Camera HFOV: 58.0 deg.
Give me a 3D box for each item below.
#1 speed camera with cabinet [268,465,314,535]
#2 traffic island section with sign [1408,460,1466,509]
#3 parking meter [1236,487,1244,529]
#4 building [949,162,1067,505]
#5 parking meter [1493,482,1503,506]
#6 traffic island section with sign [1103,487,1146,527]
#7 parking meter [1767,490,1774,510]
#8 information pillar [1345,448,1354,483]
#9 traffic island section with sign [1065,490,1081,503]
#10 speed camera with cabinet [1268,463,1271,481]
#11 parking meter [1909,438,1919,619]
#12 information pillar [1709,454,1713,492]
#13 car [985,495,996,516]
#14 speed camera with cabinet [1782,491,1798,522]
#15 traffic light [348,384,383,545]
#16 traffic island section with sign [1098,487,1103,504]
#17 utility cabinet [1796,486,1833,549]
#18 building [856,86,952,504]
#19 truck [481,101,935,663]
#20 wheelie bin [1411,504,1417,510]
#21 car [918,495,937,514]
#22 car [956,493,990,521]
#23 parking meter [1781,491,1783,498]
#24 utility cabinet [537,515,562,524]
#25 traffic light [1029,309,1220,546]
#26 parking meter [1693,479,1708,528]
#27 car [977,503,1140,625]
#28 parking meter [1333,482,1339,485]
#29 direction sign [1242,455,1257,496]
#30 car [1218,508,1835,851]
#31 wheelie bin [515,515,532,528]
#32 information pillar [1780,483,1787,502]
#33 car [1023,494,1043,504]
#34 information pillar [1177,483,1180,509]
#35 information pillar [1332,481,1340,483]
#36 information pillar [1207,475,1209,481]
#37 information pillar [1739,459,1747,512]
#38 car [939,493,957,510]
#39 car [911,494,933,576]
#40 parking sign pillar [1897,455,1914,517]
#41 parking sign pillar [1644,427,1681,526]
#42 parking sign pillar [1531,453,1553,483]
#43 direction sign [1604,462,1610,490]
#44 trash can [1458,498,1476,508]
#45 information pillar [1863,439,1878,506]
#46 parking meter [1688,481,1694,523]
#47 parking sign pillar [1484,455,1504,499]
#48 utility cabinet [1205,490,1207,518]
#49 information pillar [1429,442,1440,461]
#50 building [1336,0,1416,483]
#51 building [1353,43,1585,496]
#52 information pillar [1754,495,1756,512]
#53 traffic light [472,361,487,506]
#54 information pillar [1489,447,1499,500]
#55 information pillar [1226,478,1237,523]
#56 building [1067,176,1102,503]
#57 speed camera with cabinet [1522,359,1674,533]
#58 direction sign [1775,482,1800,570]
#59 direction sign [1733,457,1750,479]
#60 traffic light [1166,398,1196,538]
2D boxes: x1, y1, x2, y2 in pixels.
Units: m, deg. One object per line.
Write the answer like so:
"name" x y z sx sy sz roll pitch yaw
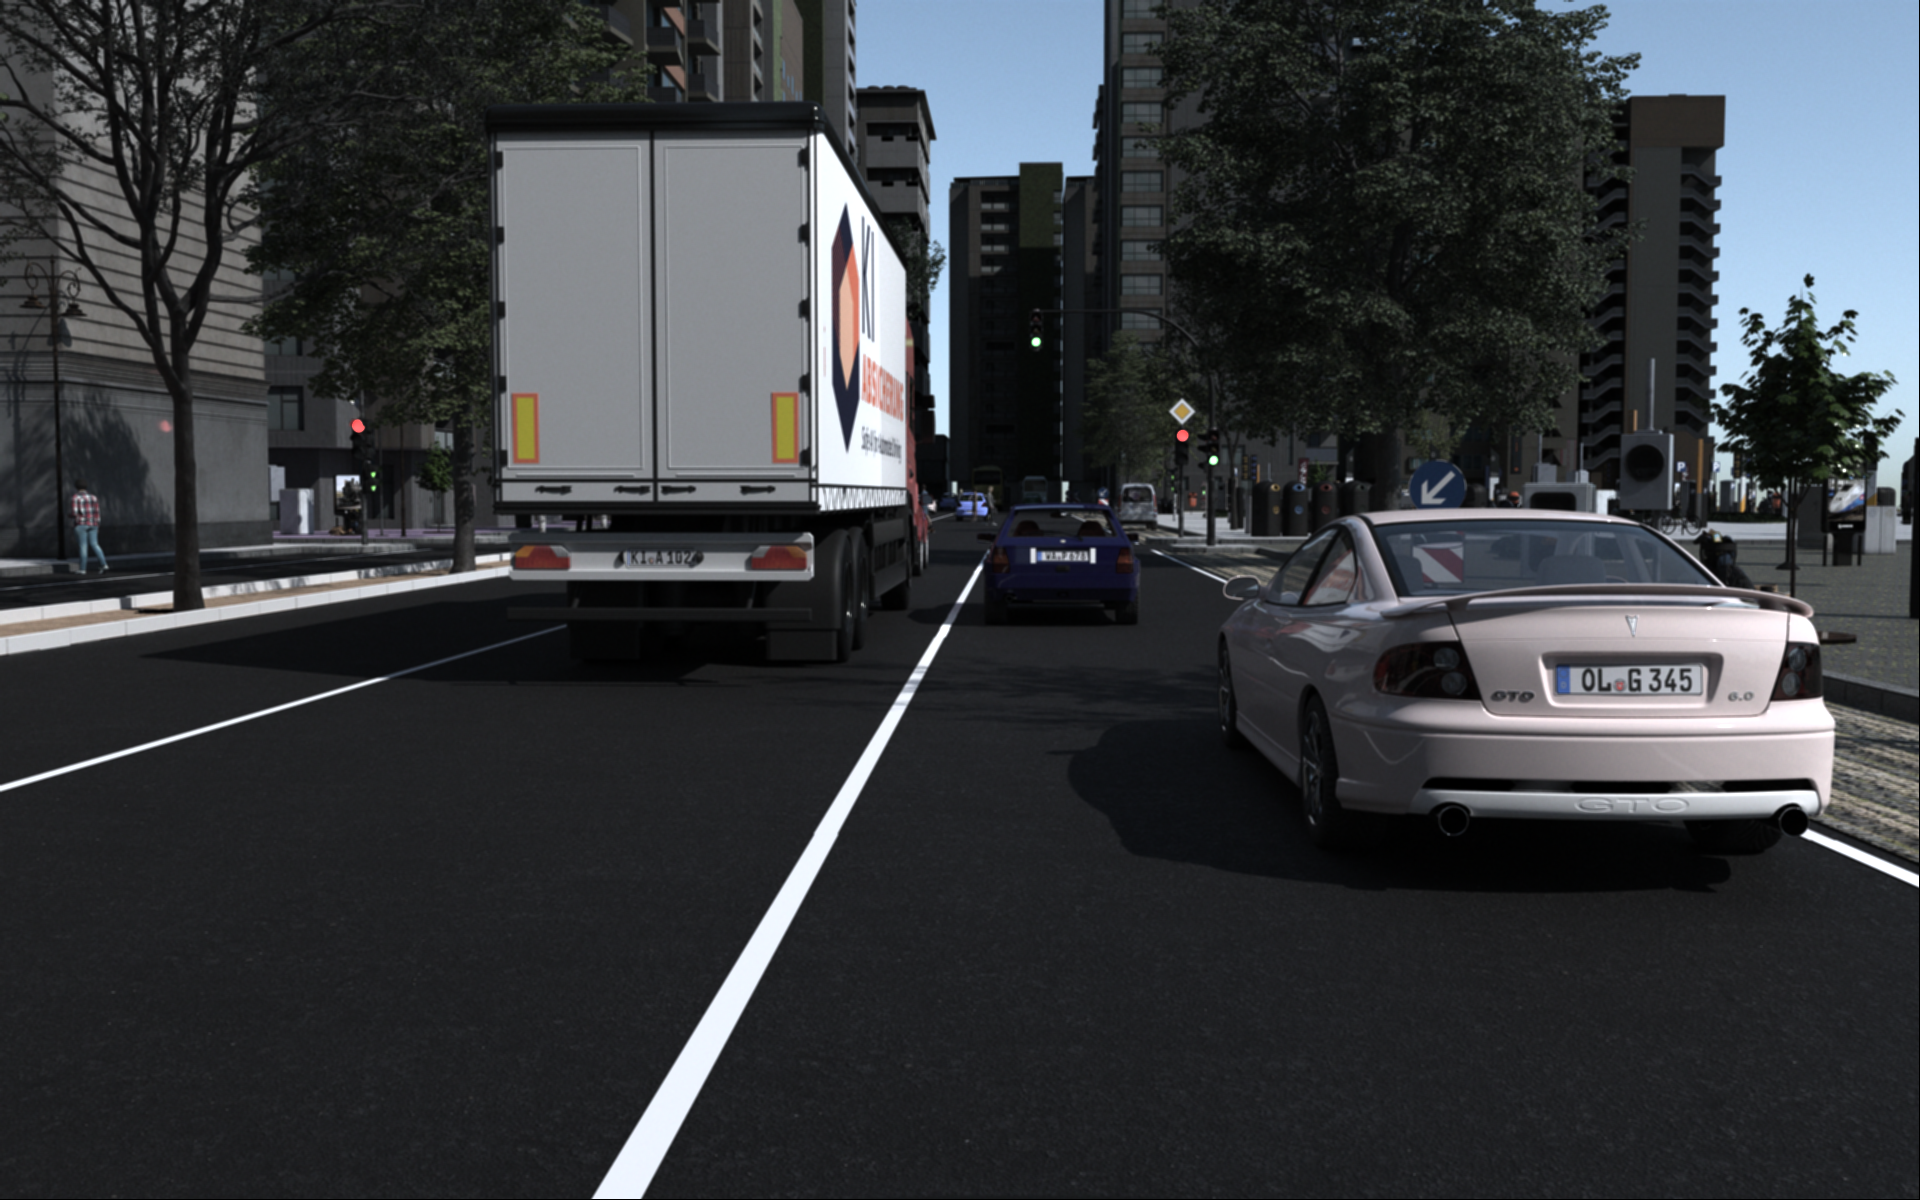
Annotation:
"speed camera with cabinet" -21.331 -3.696 54.759 2.038 3.252 0.660 2 4 31
"traffic island section with sign" 5.433 -0.743 20.783 1.989 1.847 2.006 0 4 2
"parking meter" 10.308 -3.399 63.983 0.372 1.533 0.369 0 3 0
"building" 5.715 -32.589 216.419 14.086 41.232 14.154 0 4 2
"parking meter" 26.363 -4.843 84.894 0.399 1.863 0.255 1 4 23
"traffic island section with sign" 7.433 -4.128 76.119 1.989 1.847 2.006 0 4 2
"parking meter" 47.978 -5.759 102.567 0.372 1.533 0.369 0 3 0
"information pillar" 19.764 -5.907 87.933 0.504 3.616 0.183 -2 4 -27
"traffic island section with sign" 10.205 -8.842 153.194 1.989 1.847 2.006 0 4 2
"speed camera with cabinet" 19.954 -7.207 112.167 0.660 3.252 2.038 1 4 22
"parking meter" 10.015 -0.738 17.773 0.255 1.863 0.399 -1 4 -18
"information pillar" 44.036 -6.743 101.600 0.183 3.616 0.504 2 4 35
"car" 1.335 -6.334 115.920 2.083 1.381 4.827 0 4 2
"speed camera with cabinet" 39.418 -5.270 80.492 2.038 3.252 0.660 1 4 15
"traffic light" -14.966 -3.337 43.487 0.839 4.253 0.868 0 4 2
"traffic island section with sign" 8.419 -5.806 103.559 1.989 1.847 2.006 0 4 2
"utility cabinet" 19.884 -1.924 40.141 0.318 1.500 1.173 0 4 -7
"building" -15.298 -38.865 224.682 27.495 52.752 28.713 0 4 2
"truck" -1.946 -1.781 18.037 2.839 4.237 11.283 0 4 3
"wheelie bin" 16.154 -3.226 60.648 0.693 1.594 0.980 1 4 9
"car" -2.656 -6.807 123.658 2.083 1.381 4.827 0 4 1
"car" 0.707 -5.058 92.283 1.945 1.707 3.694 0 4 3
"parking meter" 49.710 -5.872 104.410 0.372 1.533 0.369 0 3 0
"utility cabinet" -17.758 -3.902 74.961 1.020 1.237 0.306 -1 4 -19
"traffic light" 4.088 -4.160 42.677 4.771 5.953 1.251 0 4 2
"parking meter" 28.251 -3.682 65.919 0.399 1.863 0.255 -2 4 -34
"car" 1.160 -0.477 20.388 1.945 1.354 3.894 0 4 2
"parking meter" 17.464 -4.555 80.178 0.399 1.863 0.255 1 4 15
"direction sign" 16.640 -6.586 99.675 0.876 3.537 0.379 -1 4 -12
"car" 2.381 0.245 8.353 2.083 1.381 4.827 0 4 1
"wheelie bin" -16.536 -3.522 65.487 0.693 1.594 0.980 -1 4 -23
"information pillar" 55.595 -6.880 116.981 0.304 2.012 0.304 3 5 40
"car" 6.967 -9.601 165.770 1.959 1.807 4.718 0 4 4
"information pillar" 14.703 -6.820 115.998 0.304 2.012 0.304 -1 4 -17
"information pillar" 21.529 -5.793 99.213 0.304 2.012 0.304 3 4 38
"information pillar" 14.822 -6.867 103.632 0.183 3.616 0.504 1 4 10
"information pillar" 37.112 -5.551 82.112 0.504 3.616 0.183 -3 5 -42
"car" -0.948 -8.892 154.980 1.945 1.707 3.694 0 4 1
"car" -1.646 -1.415 31.813 2.281 1.827 5.304 0 4 1
"parking sign pillar" 54.720 -6.794 99.558 1.447 3.967 1.447 -2 4 -27
"parking sign pillar" 28.452 -4.996 70.155 1.447 3.967 1.447 0 4 2
"parking sign pillar" 38.118 -7.647 113.505 1.447 3.967 1.447 0 4 6
"direction sign" 46.178 -8.055 123.690 0.379 3.537 0.876 0 4 -6
"trash can" 18.135 -3.090 62.182 0.748 1.137 0.748 0 3 0
"information pillar" 31.961 -4.253 60.897 0.504 3.616 0.183 3 5 40
"parking meter" 33.100 -4.431 78.151 0.399 1.863 0.255 2 4 31
"parking sign pillar" 36.573 -7.964 118.691 1.447 3.967 1.447 1 4 13
"utility cabinet" 12.967 -4.984 90.160 0.318 1.500 1.173 1 4 11
"information pillar" 21.426 -5.315 78.258 0.504 3.616 0.183 0 4 -4
"building" 42.469 -55.365 217.881 31.000 86.520 22.319 0 4 2
"building" 55.844 -34.594 189.310 21.600 48.544 21.300 0 4 2
"information pillar" 48.472 -6.201 105.874 0.304 2.012 0.304 3 4 39
"traffic light" -12.585 -4.695 51.427 4.771 5.953 1.251 0 4 2
"information pillar" 26.703 -5.828 86.645 0.504 3.616 0.183 -1 4 -9
"information pillar" 12.139 -4.447 77.196 0.304 2.012 0.304 -1 4 -20
"building" 19.784 -32.545 215.711 14.086 41.232 14.154 0 4 2
"speed camera with cabinet" 9.388 -1.908 25.538 2.038 3.252 0.660 2 4 27
"direction sign" 14.085 -2.285 29.364 0.876 3.537 0.379 1 4 21
"direction sign" 39.394 -5.829 87.309 0.876 3.537 0.379 0 4 -4
"traffic light" 6.469 -3.780 50.723 0.839 4.253 0.868 0 4 2
